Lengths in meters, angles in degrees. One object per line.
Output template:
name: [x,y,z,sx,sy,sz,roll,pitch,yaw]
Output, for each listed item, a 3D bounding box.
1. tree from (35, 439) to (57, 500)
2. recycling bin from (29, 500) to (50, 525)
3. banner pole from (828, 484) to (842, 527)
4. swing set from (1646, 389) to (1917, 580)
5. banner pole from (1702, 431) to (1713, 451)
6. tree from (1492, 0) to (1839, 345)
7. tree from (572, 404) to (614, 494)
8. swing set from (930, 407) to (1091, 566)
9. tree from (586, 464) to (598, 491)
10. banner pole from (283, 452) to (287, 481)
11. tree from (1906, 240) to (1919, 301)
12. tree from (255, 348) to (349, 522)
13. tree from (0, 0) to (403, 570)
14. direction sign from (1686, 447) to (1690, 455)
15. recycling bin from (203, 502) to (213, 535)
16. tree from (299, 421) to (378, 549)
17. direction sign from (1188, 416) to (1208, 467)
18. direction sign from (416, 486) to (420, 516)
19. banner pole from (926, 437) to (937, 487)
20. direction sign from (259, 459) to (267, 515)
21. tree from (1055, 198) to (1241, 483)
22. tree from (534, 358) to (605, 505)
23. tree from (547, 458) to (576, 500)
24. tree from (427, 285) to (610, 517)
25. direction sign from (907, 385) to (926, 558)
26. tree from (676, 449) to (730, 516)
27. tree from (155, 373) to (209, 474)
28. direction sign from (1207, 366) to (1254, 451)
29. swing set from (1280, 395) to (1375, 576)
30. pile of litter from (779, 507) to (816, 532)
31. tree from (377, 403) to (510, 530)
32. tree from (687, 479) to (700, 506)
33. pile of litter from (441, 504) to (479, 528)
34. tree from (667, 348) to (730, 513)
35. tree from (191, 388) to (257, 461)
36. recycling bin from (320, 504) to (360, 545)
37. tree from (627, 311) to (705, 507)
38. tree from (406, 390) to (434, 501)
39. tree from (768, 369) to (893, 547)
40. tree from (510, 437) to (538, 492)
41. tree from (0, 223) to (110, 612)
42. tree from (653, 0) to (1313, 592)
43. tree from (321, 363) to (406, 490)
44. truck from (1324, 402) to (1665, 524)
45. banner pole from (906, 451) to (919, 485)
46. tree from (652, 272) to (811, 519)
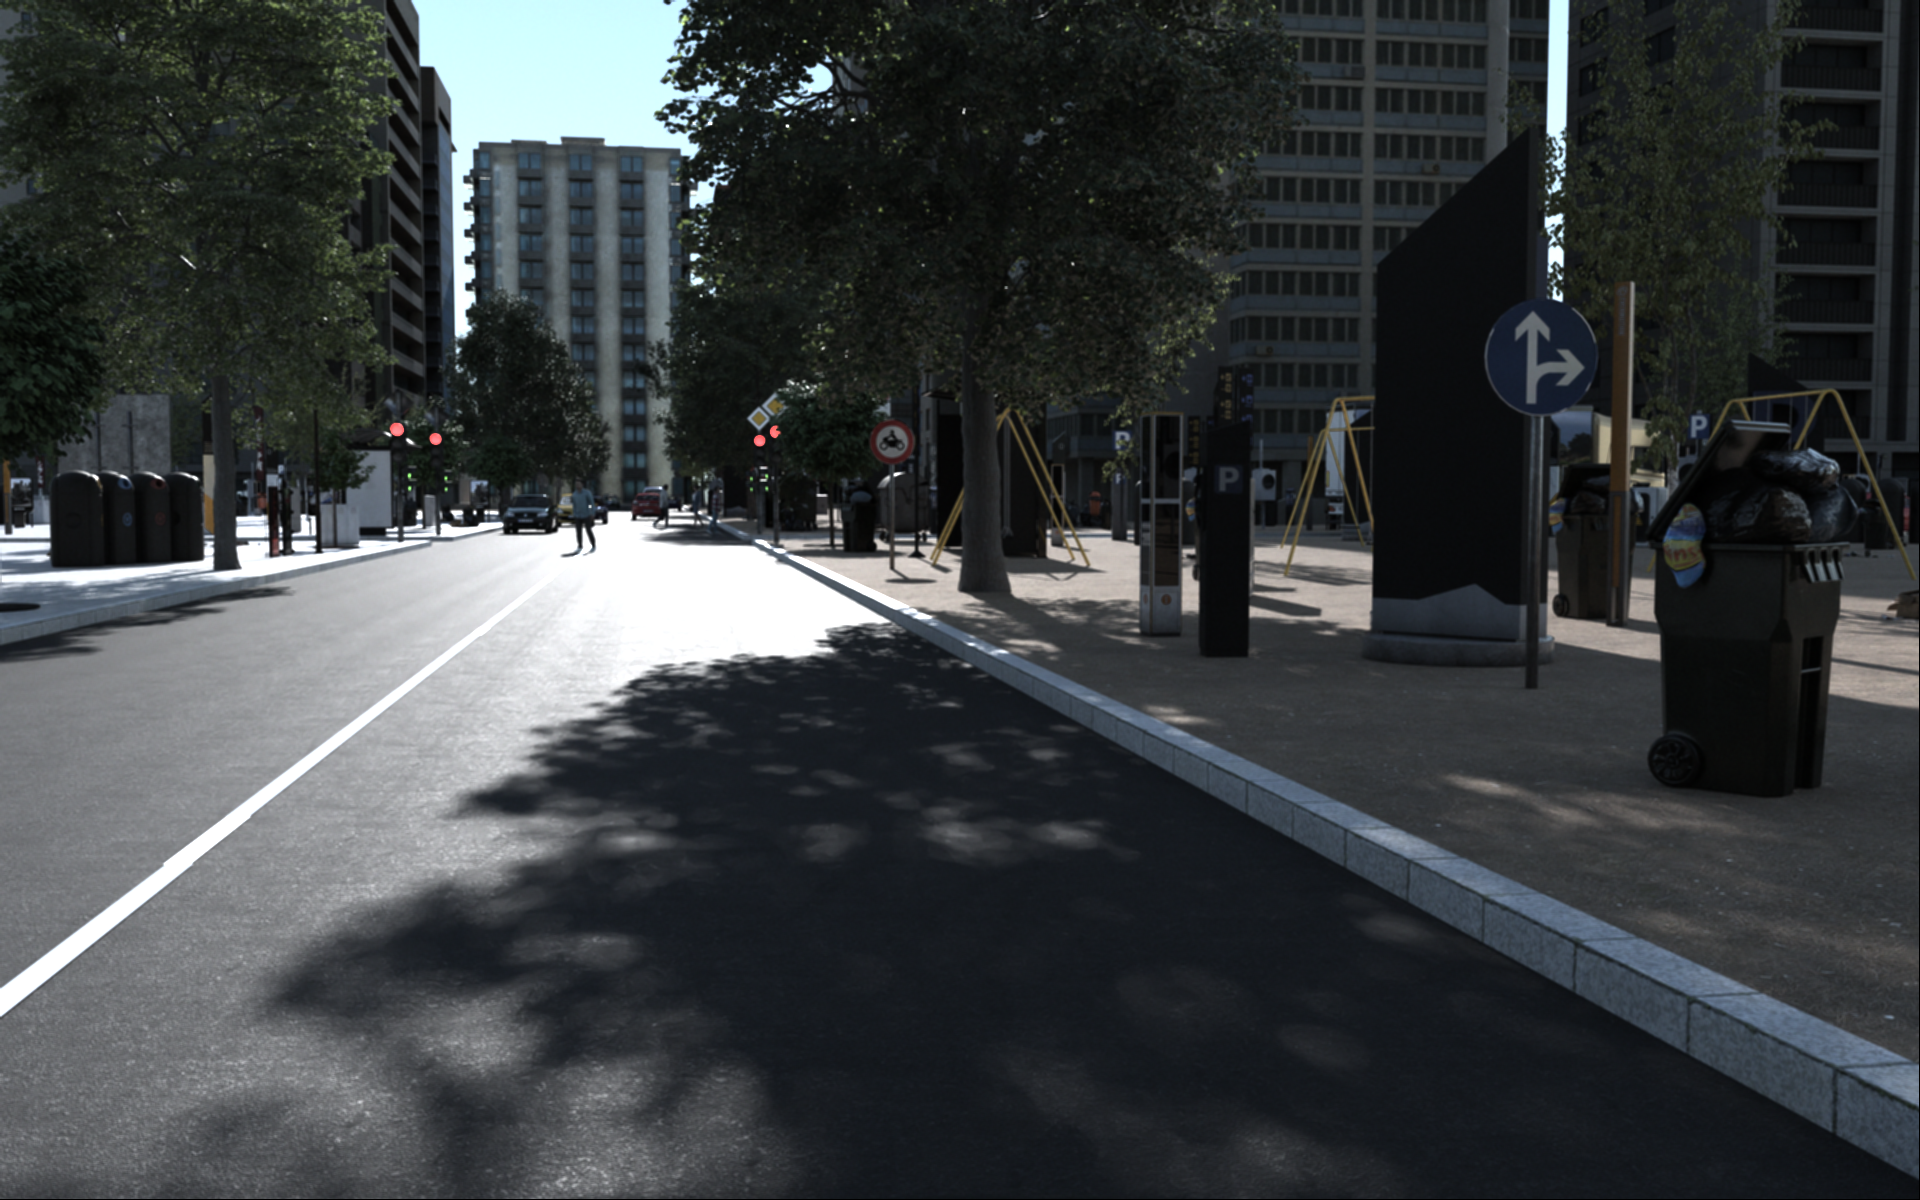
tree: [-47.549,-8.749,93.405,4.737,8.622,4.395,0,3,0]
recycling bin: [-38.754,-3.705,73.135,0.722,1.027,0.722,1,4,8]
banner pole: [-4.889,-4.684,66.592,0.401,3.779,0.863,-1,4,-10]
swing set: [12.834,-1.817,27.327,2.862,2.851,3.119,0,4,-3]
banner pole: [25.955,-4.310,60.489,0.401,3.779,0.863,-2,4,-35]
tree: [9.110,-4.415,22.546,4.737,8.622,4.395,0,3,0]
tree: [-34.365,-13.469,154.634,7.601,10.594,8.767,0,4,-1]
swing set: [0.873,-2.133,32.502,2.862,2.851,3.119,0,4,-2]
tree: [-41.814,-14.902,194.005,4.360,8.622,3.978,0,3,0]
banner pole: [-39.339,-6.787,100.982,0.401,3.779,0.863,-2,4,-31]
tree: [24.274,-5.513,40.494,4.737,8.622,4.395,0,3,0]
tree: [-33.833,-8.476,88.939,4.737,8.622,4.395,0,3,0]
tree: [-12.705,-6.764,28.713,7.486,12.596,7.792,0,3,0]
direction sign: [34.999,-5.588,83.354,0.379,3.537,0.876,1,4,15]
recycling bin: [-23.606,-2.585,54.813,0.722,1.027,0.722,2,4,24]
tree: [-14.756,-2.831,40.882,1.663,3.219,1.824,0,3,0]
direction sign: [7.042,-3.561,50.226,0.876,3.537,0.379,1,4,10]
direction sign: [-32.499,-6.822,103.532,0.876,3.537,0.379,1,4,22]
banner pole: [-1.270,-5.232,75.566,0.401,3.779,0.863,-3,5,-40]
direction sign: [-42.378,-6.955,105.718,0.876,3.537,0.379,1,4,15]
tree: [4.278,-5.437,39.262,4.360,8.622,3.978,0,3,0]
tree: [-33.291,-13.786,143.527,7.486,12.596,7.792,0,3,0]
tree: [-31.306,-11.295,135.030,4.737,8.622,4.395,0,3,0]
tree: [-24.949,-10.905,95.305,9.611,12.733,9.660,0,3,0]
direction sign: [-0.879,-2.632,35.028,0.379,3.537,0.876,0,4,6]
tree: [-14.104,-9.335,102.995,4.737,8.622,4.395,0,3,0]
tree: [-46.429,-9.326,102.850,4.737,8.622,4.395,0,3,0]
direction sign: [4.922,-2.384,30.970,0.876,3.537,0.379,-3,4,-37]
swing set: [7.191,-1.799,27.037,2.862,2.851,3.119,-3,5,-44]
pile of litter: [-5.772,-2.791,59.593,1.719,0.858,1.176,3,4,36]
tree: [-19.384,-4.834,62.748,4.285,4.588,4.351,0,3,0]
tree: [-29.601,-12.200,194.069,1.663,3.219,1.824,0,3,0]
pile of litter: [-19.355,-3.261,67.280,1.176,0.858,1.719,2,4,24]
tree: [-16.427,-12.333,119.767,7.486,12.596,7.792,0,3,0]
tree: [-50.382,-10.326,119.191,4.360,8.622,3.978,0,3,0]
recycling bin: [-15.695,-1.911,43.801,0.722,1.027,0.722,3,5,39]
tree: [-25.932,-19.095,168.100,12.611,20.169,13.585,0,3,0]
tree: [-38.557,-10.480,121.714,4.360,8.622,3.978,0,3,0]
tree: [-3.116,-3.609,42.726,4.285,4.588,4.351,0,3,0]
tree: [-22.420,-6.186,84.853,4.285,4.588,4.351,0,3,0]
tree: [-11.017,-2.167,19.137,4.285,4.588,4.351,0,3,0]
tree: [0.328,-7.081,22.435,9.857,13.997,8.962,0,3,0]
tree: [-34.707,-9.050,98.335,4.360,8.622,3.978,0,3,0]
truck: [17.341,-4.043,55.013,11.283,4.237,2.839,-1,4,-10]
banner pole: [-2.270,-5.831,85.361,0.863,3.779,0.401,1,4,11]
tree: [-10.669,-10.431,87.551,9.611,12.733,9.660,0,3,0]
